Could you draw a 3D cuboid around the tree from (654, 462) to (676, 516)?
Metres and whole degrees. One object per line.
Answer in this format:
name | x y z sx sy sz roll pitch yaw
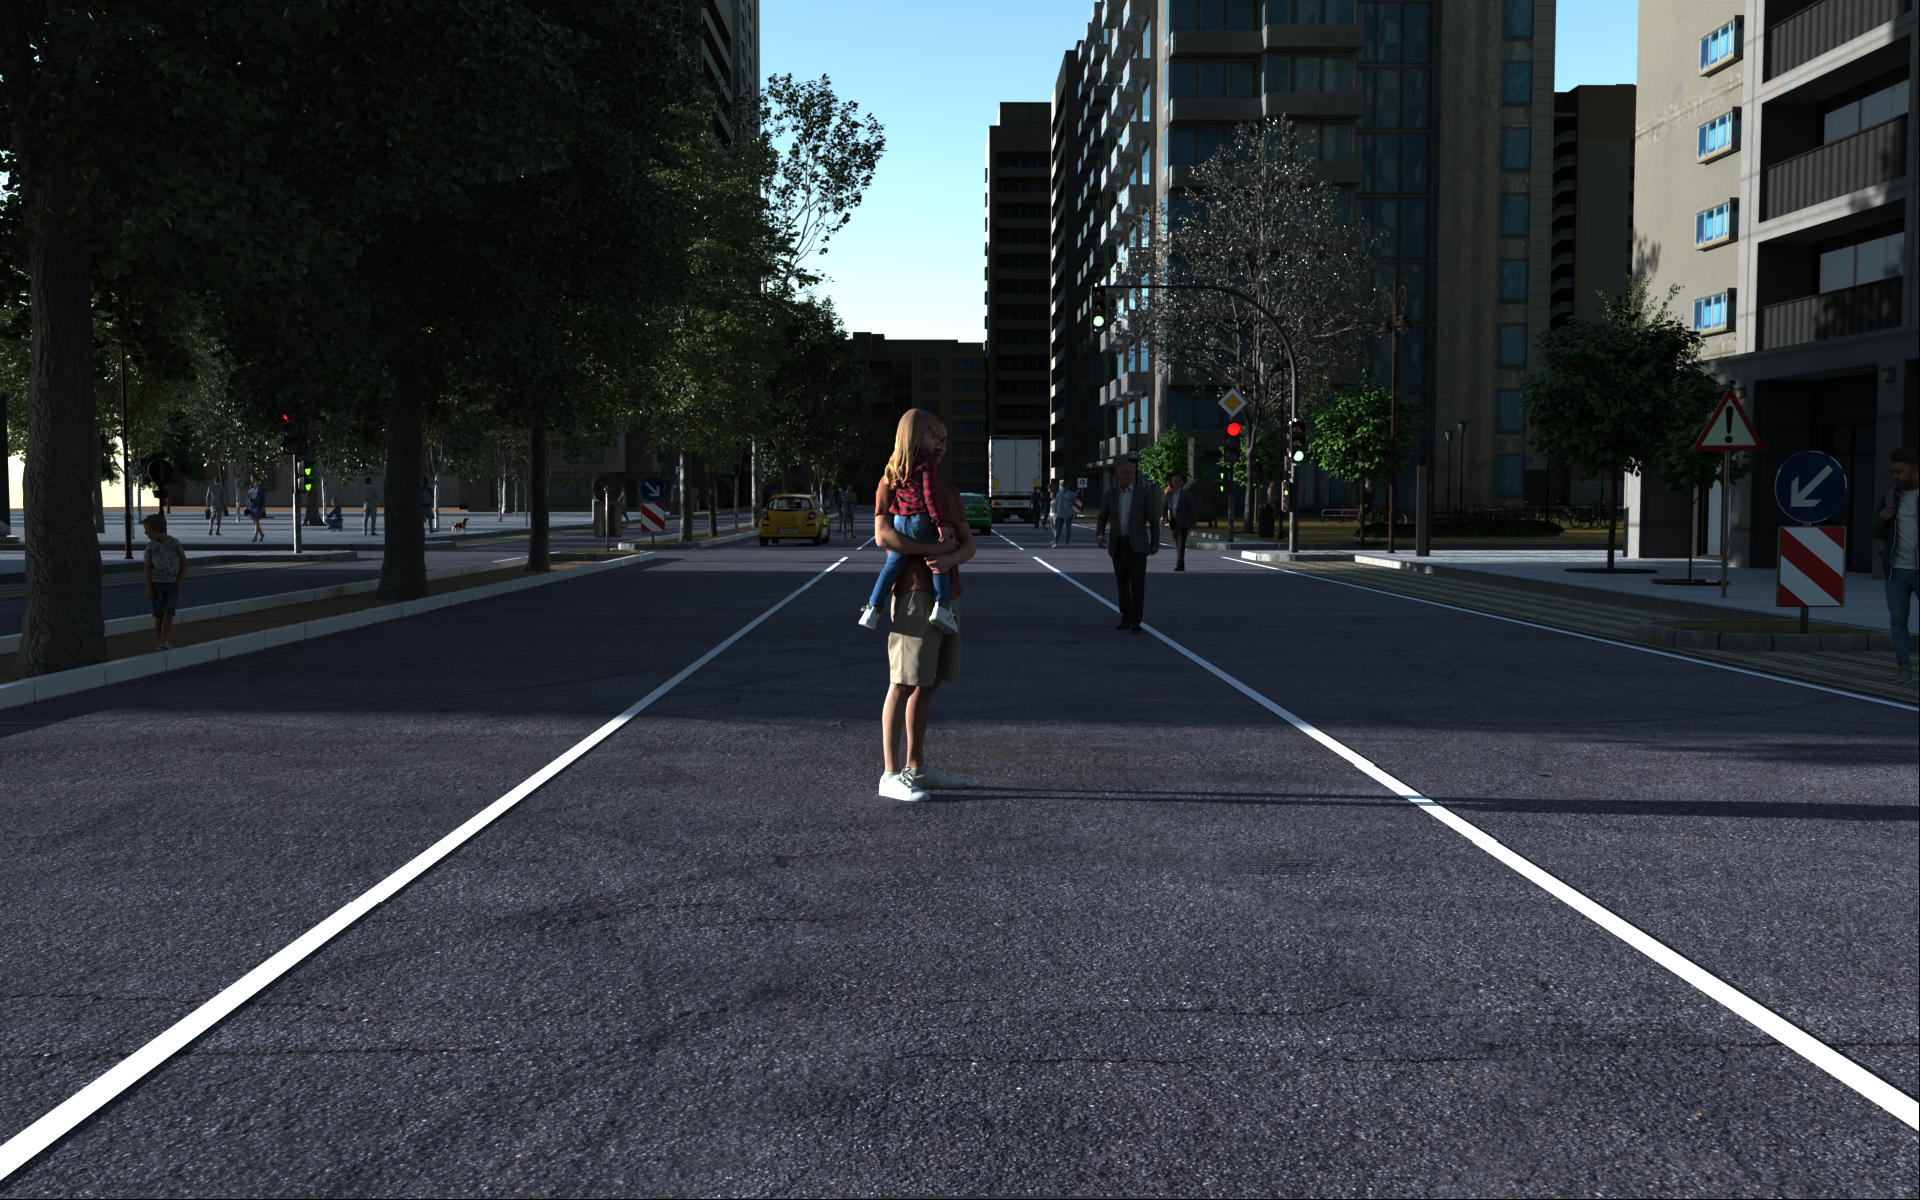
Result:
tree | -17.799 -6.675 103.732 1.663 3.219 1.824 0 3 0

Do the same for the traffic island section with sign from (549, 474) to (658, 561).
traffic island section with sign | -7.851 -1.827 38.000 2.006 1.907 1.989 0 4 -1

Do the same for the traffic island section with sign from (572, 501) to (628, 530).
traffic island section with sign | -14.555 -3.770 70.261 1.989 1.847 2.006 0 4 -1

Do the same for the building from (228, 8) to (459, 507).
building | -56.415 -36.022 178.194 27.495 52.752 28.713 0 4 -1

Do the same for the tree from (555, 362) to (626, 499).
tree | -18.353 -8.323 86.443 4.737 8.622 4.395 0 3 0

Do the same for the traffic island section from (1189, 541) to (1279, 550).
traffic island section | 7.210 -1.449 45.967 2.009 0.180 2.903 0 4 -1

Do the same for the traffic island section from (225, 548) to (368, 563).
traffic island section | -14.412 -0.941 37.671 2.009 0.180 2.903 0 4 -1

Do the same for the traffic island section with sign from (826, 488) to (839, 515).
traffic island section with sign | -9.058 -6.875 120.537 2.006 1.907 1.989 0 4 -1

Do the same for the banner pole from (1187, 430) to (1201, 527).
banner pole | 9.088 -4.747 67.627 0.401 3.779 0.863 3 4 38

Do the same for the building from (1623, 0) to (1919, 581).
building | 23.888 -35.769 23.068 20.563 71.187 20.611 0 4 -1

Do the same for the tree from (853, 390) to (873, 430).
tree | -8.377 -9.002 84.052 8.767 10.594 7.601 0 4 -1

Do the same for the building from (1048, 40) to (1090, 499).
building | 20.941 -34.194 182.767 21.300 48.544 21.600 0 4 -1

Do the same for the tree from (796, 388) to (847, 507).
tree | -8.622 -9.498 108.116 4.737 8.622 4.395 0 3 0

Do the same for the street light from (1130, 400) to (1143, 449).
street light | 8.662 -6.867 85.059 0.468 5.910 1.993 0 4 -1

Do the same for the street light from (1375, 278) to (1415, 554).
street light | 9.326 -3.944 37.278 0.468 5.910 1.993 0 4 -1

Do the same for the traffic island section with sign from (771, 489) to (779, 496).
traffic island section with sign | -15.690 -8.488 147.408 1.989 1.847 2.006 0 4 -1

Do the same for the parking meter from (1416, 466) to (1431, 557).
parking meter | 9.559 -1.835 35.716 0.255 1.863 0.399 1 4 20

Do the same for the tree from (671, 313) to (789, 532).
tree | -8.432 -6.867 65.090 4.360 8.622 3.978 0 3 0

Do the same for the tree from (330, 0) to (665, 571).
tree | -7.929 -6.826 32.193 7.486 12.596 7.792 0 3 0

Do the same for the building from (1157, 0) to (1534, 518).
building | 20.421 -29.684 104.934 23.786 49.044 30.456 0 4 -1

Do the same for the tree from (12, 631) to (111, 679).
tree | -7.061 -6.370 13.266 9.857 13.997 8.962 0 3 0

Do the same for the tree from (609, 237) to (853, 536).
tree | -8.287 -7.431 58.360 8.767 10.594 7.601 0 4 -1

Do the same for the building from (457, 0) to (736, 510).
building | -31.013 -31.977 146.532 21.300 48.544 21.600 0 4 -1

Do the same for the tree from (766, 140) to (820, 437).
tree | -7.893 -7.869 49.237 7.486 12.596 7.792 0 3 0

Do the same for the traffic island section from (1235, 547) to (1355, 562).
traffic island section | 7.327 -0.960 37.983 2.009 0.180 2.903 0 4 -1

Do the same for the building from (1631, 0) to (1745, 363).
building | 36.527 -26.797 61.831 21.600 48.544 21.300 0 4 -1

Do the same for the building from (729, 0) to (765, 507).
building | -32.037 -45.471 181.697 20.611 71.187 20.563 0 4 -1

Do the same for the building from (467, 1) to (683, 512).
building | -28.381 -27.202 128.346 14.154 41.232 14.086 0 4 -1

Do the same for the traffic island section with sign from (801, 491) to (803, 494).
traffic island section with sign | -16.078 -10.137 174.361 1.989 1.847 2.006 0 4 -1

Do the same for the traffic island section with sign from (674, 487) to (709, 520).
traffic island section with sign | -14.955 -5.418 97.213 1.989 1.847 2.006 0 4 -1

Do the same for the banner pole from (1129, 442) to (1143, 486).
banner pole | 8.533 -5.731 83.724 0.863 3.779 0.401 1 4 16

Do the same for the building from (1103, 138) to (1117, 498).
building | 17.958 -22.160 134.011 14.160 30.474 14.107 0 4 -1

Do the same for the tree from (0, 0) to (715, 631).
tree | -7.580 -6.978 23.198 9.857 13.997 8.962 0 3 0

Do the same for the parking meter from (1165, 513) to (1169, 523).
parking meter | 9.169 -4.270 75.517 0.399 1.863 0.255 1 4 11

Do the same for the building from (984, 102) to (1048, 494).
building | 13.823 -36.338 217.829 21.600 48.544 21.300 0 4 -1

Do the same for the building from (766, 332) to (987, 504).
building | -11.471 -23.027 221.532 28.899 21.520 27.650 0 4 -1

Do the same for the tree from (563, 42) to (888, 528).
tree | -9.805 -13.146 73.288 12.611 20.169 13.585 0 3 0

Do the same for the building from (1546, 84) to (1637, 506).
building | 66.289 -32.824 186.775 14.200 45.320 14.600 0 4 -1

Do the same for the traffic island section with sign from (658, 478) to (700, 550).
traffic island section with sign | -7.950 -2.280 45.407 2.006 1.907 1.989 0 4 -1

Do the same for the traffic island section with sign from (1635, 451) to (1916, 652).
traffic island section with sign | 7.651 -0.488 16.599 1.989 1.847 2.006 0 4 -1

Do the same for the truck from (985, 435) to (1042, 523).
truck | 2.695 -6.049 87.819 2.839 4.237 11.283 0 4 1

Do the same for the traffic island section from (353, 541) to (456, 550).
traffic island section | -14.529 -1.430 45.655 2.009 0.180 2.903 0 4 -1

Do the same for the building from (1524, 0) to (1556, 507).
building | 48.926 -45.551 183.017 20.611 71.187 20.563 0 4 -1

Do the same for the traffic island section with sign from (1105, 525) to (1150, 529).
traffic island section with sign | 6.845 -3.812 70.948 1.989 1.847 2.006 0 4 -1

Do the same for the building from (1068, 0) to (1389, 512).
building | 22.372 -32.821 156.232 23.786 49.044 30.456 0 4 -1

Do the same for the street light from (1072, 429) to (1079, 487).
street light | 8.054 -9.045 120.669 0.468 5.910 1.993 0 4 -1

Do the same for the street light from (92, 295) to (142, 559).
street light | -16.361 -3.739 33.913 0.468 5.910 1.993 0 4 -1

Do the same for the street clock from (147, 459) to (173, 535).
street clock | -16.601 -1.922 35.995 0.471 2.002 0.358 -2 4 -30

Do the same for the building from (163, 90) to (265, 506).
building | -77.440 -32.700 184.751 14.200 45.320 14.600 0 4 -1

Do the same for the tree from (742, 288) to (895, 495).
tree | -8.439 -10.791 95.905 9.611 12.733 9.660 0 3 0

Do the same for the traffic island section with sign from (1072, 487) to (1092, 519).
traffic island section with sign | 6.446 -5.500 98.547 1.989 1.847 2.006 0 4 -1

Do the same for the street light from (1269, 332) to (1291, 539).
street light | 9.107 -4.663 49.025 0.468 5.910 1.993 0 4 -1
